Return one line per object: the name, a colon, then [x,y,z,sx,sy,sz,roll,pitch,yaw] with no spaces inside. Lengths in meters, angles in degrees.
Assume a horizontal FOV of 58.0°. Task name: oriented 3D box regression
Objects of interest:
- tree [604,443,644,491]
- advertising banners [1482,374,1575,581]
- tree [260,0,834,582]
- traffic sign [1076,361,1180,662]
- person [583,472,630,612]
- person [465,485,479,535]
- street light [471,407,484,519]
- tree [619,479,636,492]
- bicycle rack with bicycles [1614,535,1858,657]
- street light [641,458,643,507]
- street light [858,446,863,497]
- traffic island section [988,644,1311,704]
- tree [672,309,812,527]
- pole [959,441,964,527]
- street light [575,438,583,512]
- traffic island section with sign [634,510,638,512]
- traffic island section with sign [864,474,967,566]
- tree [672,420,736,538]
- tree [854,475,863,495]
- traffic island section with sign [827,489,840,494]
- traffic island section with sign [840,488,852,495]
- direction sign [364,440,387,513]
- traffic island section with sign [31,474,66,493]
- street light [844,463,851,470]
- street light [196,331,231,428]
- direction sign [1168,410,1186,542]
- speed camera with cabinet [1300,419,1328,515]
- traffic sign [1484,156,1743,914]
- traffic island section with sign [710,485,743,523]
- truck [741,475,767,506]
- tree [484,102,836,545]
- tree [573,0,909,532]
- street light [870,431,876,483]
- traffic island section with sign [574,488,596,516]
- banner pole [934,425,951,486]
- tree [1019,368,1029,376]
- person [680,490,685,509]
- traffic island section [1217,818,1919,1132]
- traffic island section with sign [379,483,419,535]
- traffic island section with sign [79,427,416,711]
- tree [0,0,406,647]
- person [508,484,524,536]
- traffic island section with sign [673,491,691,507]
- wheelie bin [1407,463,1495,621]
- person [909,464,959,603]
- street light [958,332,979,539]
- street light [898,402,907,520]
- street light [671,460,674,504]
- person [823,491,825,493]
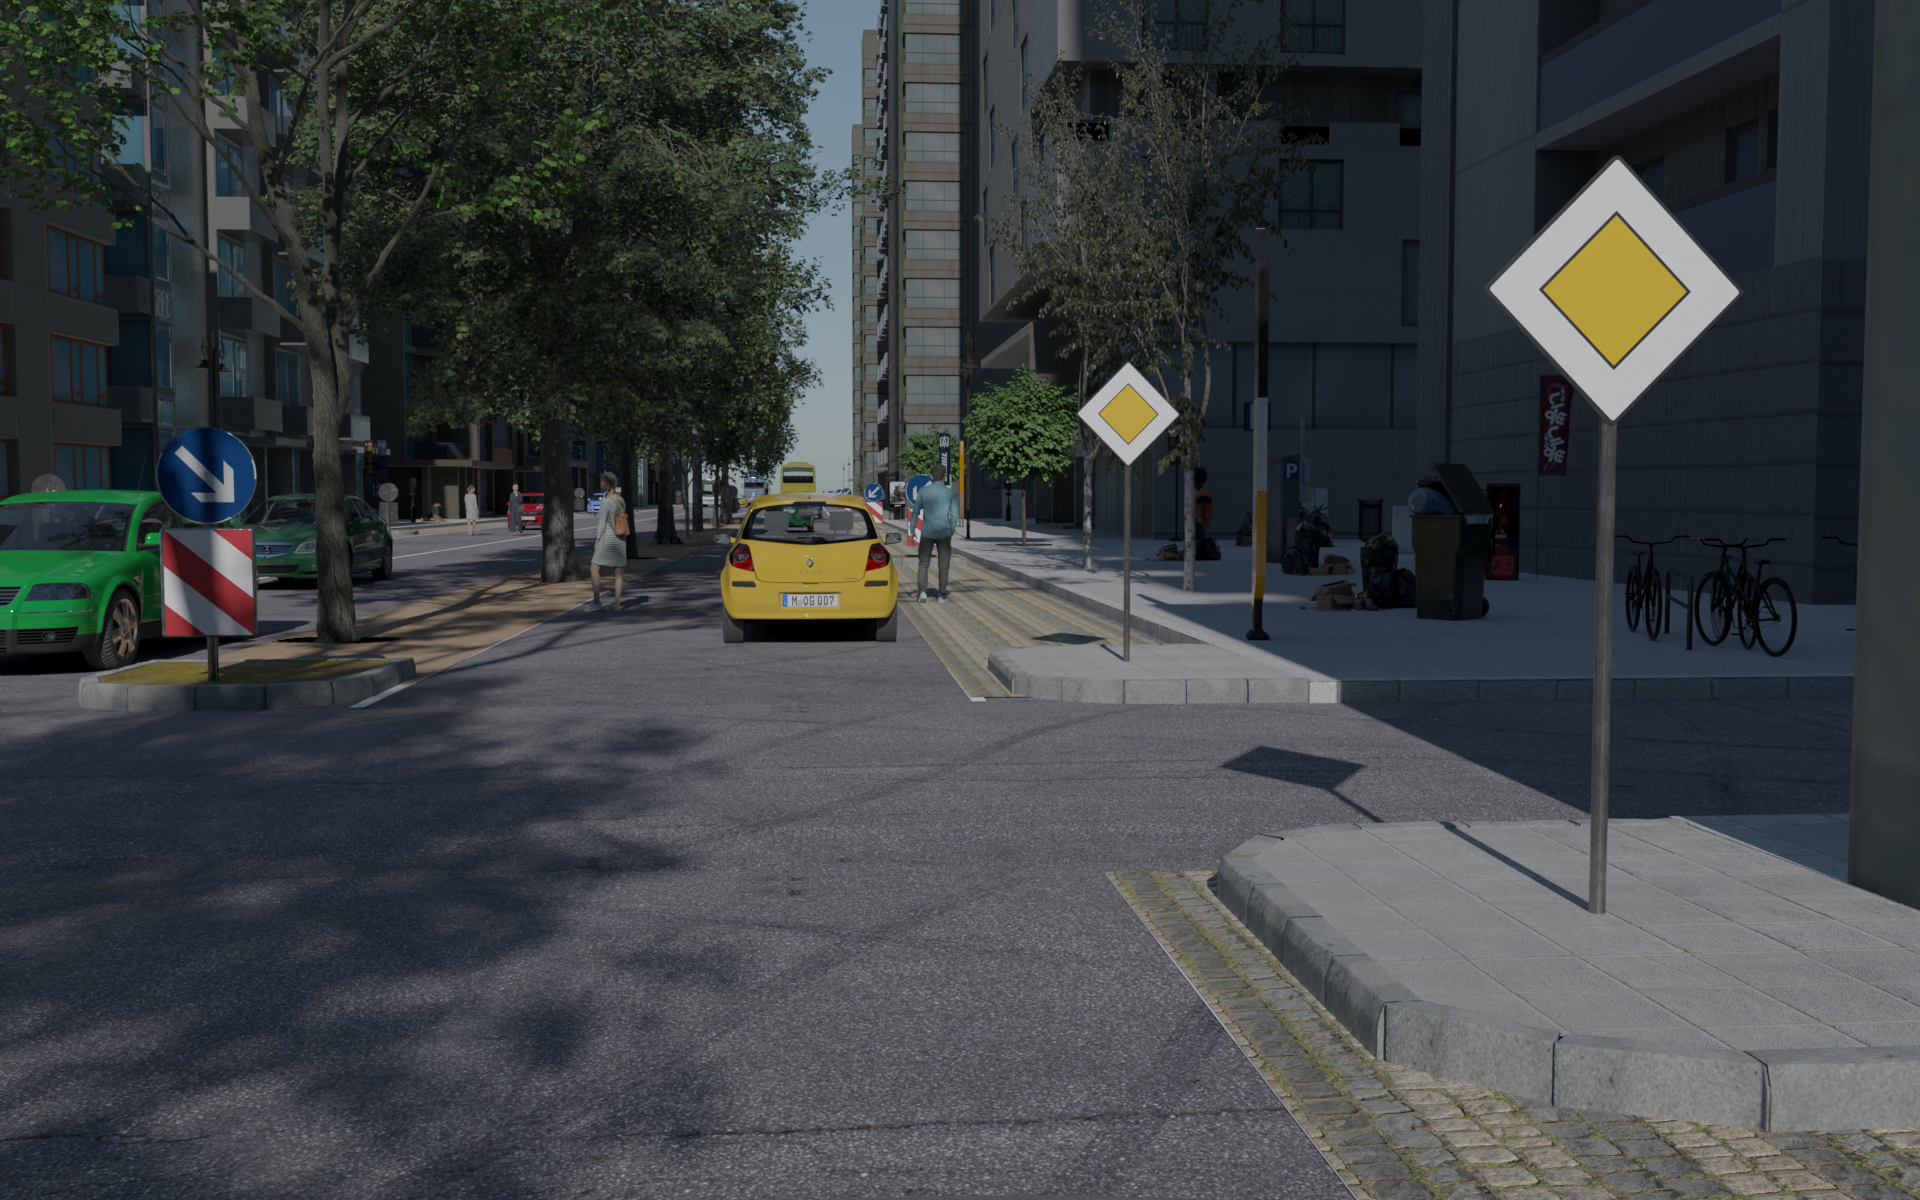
tree: [-31.389,-13.010,163.074,4.737,8.622,4.395,0,3,0]
advertising banners: [8.015,-1.801,25.633,2.074,3.025,0.090,1,4,16]
tree: [-6.488,-7.255,27.729,9.857,13.997,8.962,0,3,0]
traffic sign: [1.272,-0.585,13.202,0.795,2.450,0.064,0,4,-5]
person: [-4.273,-0.714,21.181,0.522,1.701,0.512,1,4,23]
person: [-16.865,-3.095,59.847,0.466,1.731,0.760,-1,4,-18]
street light: [-24.483,-7.049,88.041,0.468,5.910,1.993,0,4,-5]
tree: [-32.572,-10.687,169.334,1.663,3.219,1.824,0,3,0]
bicycle rack with bicycles: [6.918,-0.080,14.685,2.852,0.926,2.925,1,4,18]
street light: [-31.645,-12.174,171.829,0.468,5.910,1.993,0,4,-5]
street light: [-9.438,-11.685,163.838,0.468,5.910,1.993,0,4,-5]
traffic island section: [1.295,0.550,13.281,2.009,0.180,2.903,0,4,-5]
tree: [-10.621,-8.421,74.550,8.767,10.594,7.601,0,4,-5]
pole: [0.053,-4.453,66.650,0.158,3.312,0.155,0,3,0]
street light: [-27.679,-9.358,125.785,0.468,5.910,1.993,0,4,-5]
traffic island section with sign: [-26.681,-7.909,137.941,1.989,1.847,2.006,0,4,-5]
traffic island section with sign: [-0.924,-1.638,35.413,1.989,1.847,2.006,0,4,-5]
tree: [-8.811,-6.291,55.670,4.360,8.622,3.978,0,3,0]
tree: [-9.659,-10.884,172.555,1.663,3.219,1.824,0,3,0]
traffic island section with sign: [-9.803,-8.007,139.549,1.989,1.847,2.006,0,4,-5]
traffic island section with sign: [-3.259,-3.317,62.854,1.989,1.847,2.006,0,4,-5]
direction sign: [-24.500,-4.932,72.636,0.876,3.537,0.379,-2,4,-24]
traffic island section with sign: [-17.796,-1.517,33.428,1.989,1.847,2.006,0,4,-5]
street light: [-13.353,-14.406,208.326,0.468,5.910,1.993,0,4,-5]
street light: [-21.155,-4.674,49.203,0.468,5.910,1.993,0,4,-5]
direction sign: [5.866,-3.356,46.864,0.379,3.537,0.876,-2,4,-25]
speed camera with cabinet: [9.207,-3.176,46.262,0.660,3.252,2.038,2,4,32]
traffic sign: [1.950,-0.098,5.245,0.795,2.450,0.064,0,4,-5]
traffic island section with sign: [-11.544,-4.839,87.261,2.006,1.907,1.989,0,4,-5]
truck: [-25.344,-13.746,214.500,2.967,4.110,18.799,0,4,-6]
tree: [-8.298,-7.892,48.491,9.611,12.733,9.660,0,3,0]
tree: [-8.598,-12.574,63.936,12.611,20.169,13.585,0,3,0]
street light: [-6.317,-9.399,126.459,0.468,5.910,1.993,0,4,-5]
traffic island section with sign: [-24.403,-6.266,111.082,1.989,1.847,2.006,0,4,-5]
banner pole: [-0.701,-4.456,62.879,0.863,3.779,0.401,2,4,31]
tree: [4.306,-7.814,78.114,4.737,8.622,4.395,0,3,0]
person: [-26.674,-9.705,167.310,0.705,1.807,1.348,-2,4,-34]
traffic island section: [1.973,1.037,5.325,2.009,0.180,2.903,0,4,-5]
traffic island section with sign: [-20.109,-3.186,60.726,1.989,1.847,2.006,0,4,-5]
traffic island section with sign: [-5.156,-0.260,12.393,2.006,1.907,1.989,0,4,-5]
tree: [-6.120,-5.397,16.449,9.928,11.665,9.643,0,3,0]
person: [-15.205,-3.080,59.282,0.576,1.772,0.534,0,4,-4]
traffic island section with sign: [-31.446,-11.324,193.773,1.989,1.847,2.006,0,4,-5]
wheelie bin: [5.020,-0.607,17.825,0.980,1.594,0.693,-3,5,-45]
person: [-0.347,-0.863,22.638,0.660,1.820,0.620,0,4,5]
street light: [0.233,-4.691,49.478,0.468,5.910,1.993,0,4,-5]
street light: [-2.893,-6.977,86.857,0.468,5.910,1.993,0,4,-5]
street light: [-34.766,-14.468,209.335,0.468,5.910,1.993,0,4,-5]
person: [-19.440,-14.600,246.847,1.348,1.869,0.705,-3,5,-42]
